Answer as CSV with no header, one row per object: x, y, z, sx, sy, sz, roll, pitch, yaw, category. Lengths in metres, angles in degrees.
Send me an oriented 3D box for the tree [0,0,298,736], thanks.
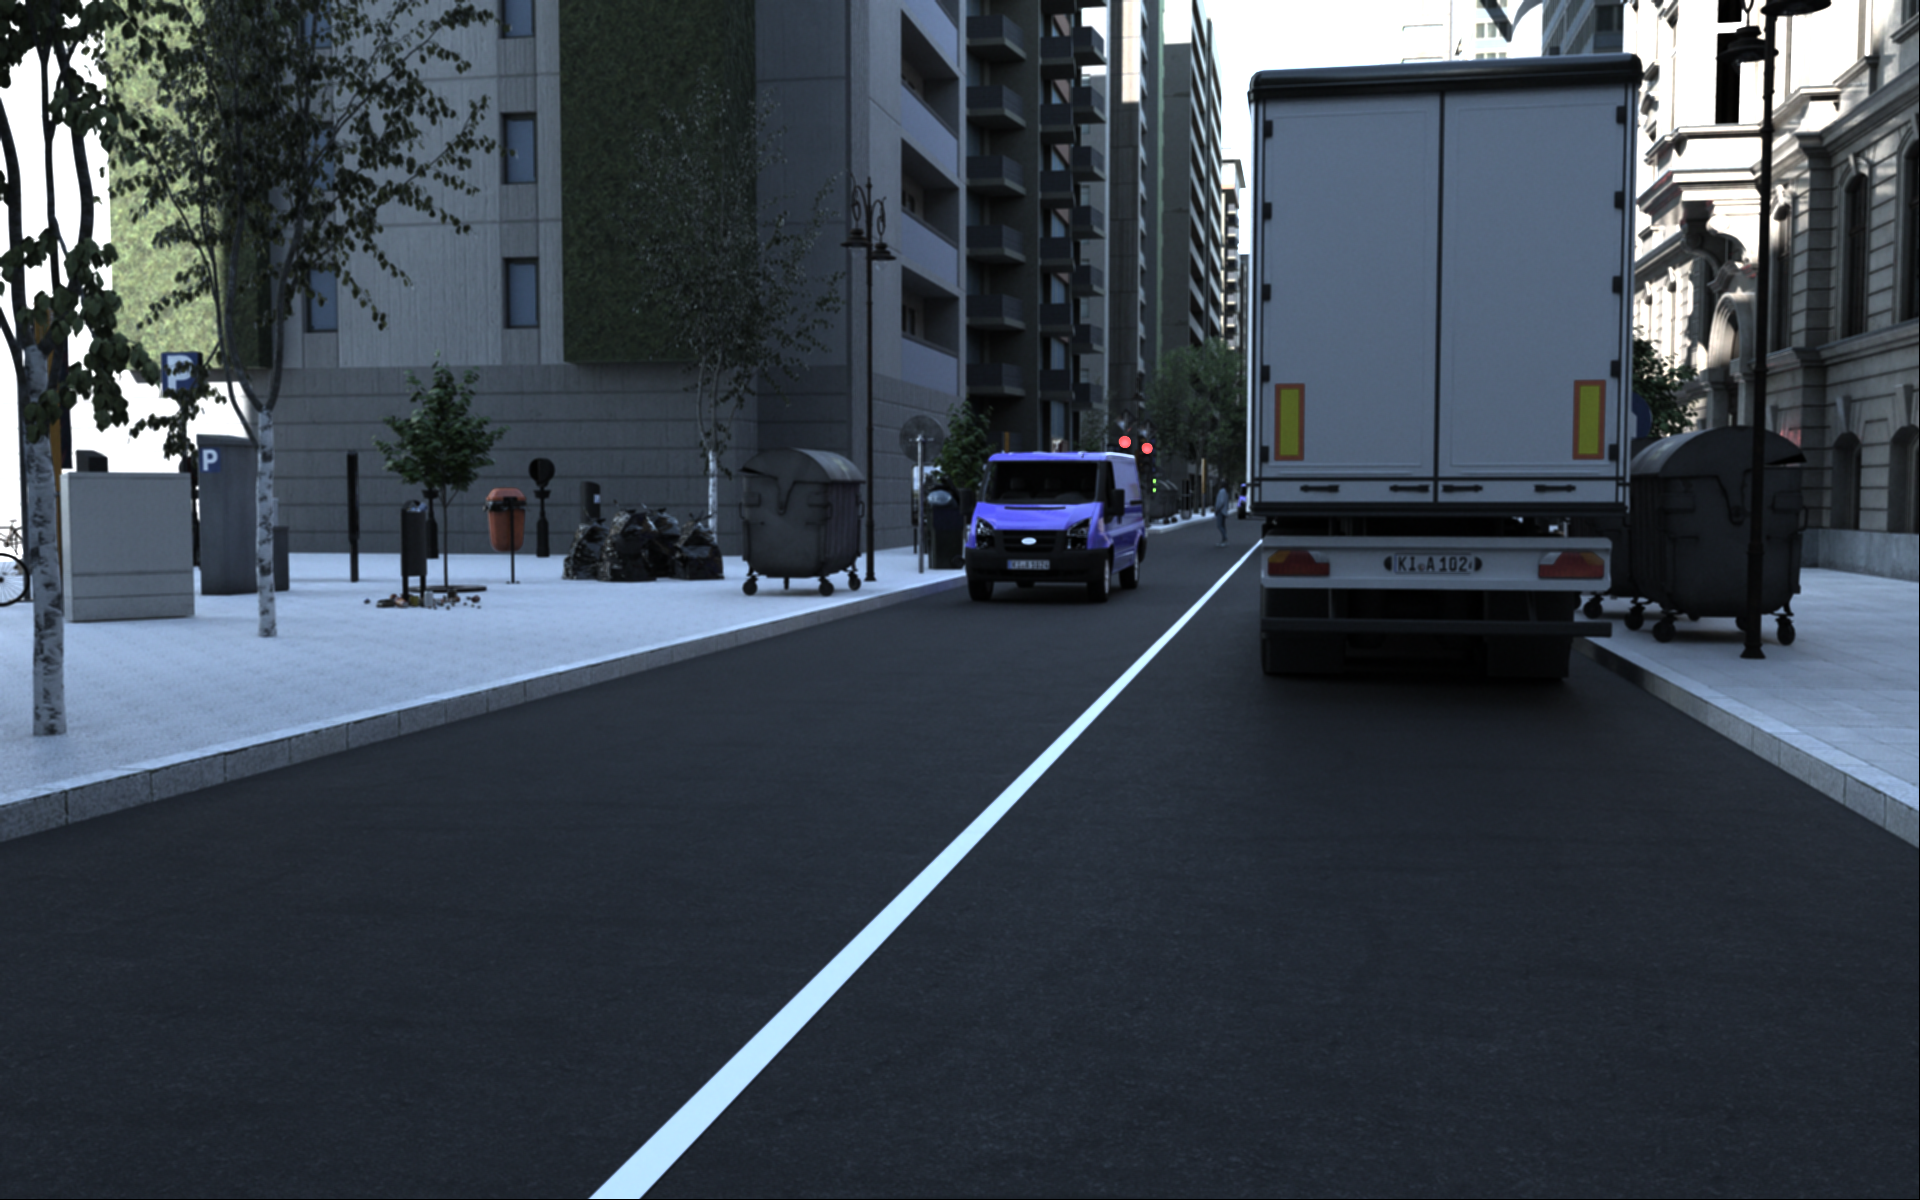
-4.983,-3.574,8.797,4.737,8.622,4.395,0,3,0,tree

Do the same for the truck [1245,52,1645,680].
4.172,-1.702,16.749,2.839,4.237,11.283,1,4,11,truck

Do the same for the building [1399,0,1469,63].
42.801,-28.021,141.737,14.154,41.232,14.086,1,4,11,building

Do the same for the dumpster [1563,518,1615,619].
7.133,-0.767,18.296,1.264,1.857,1.865,1,4,11,dumpster

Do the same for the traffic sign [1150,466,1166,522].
9.025,-4.836,79.182,0.768,2.556,0.104,1,4,20,traffic sign

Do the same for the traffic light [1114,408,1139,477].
5.458,-4.156,56.864,0.839,4.253,0.868,1,4,11,traffic light

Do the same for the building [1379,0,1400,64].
56.650,-39.678,190.740,21.231,58.520,28.212,1,4,11,building

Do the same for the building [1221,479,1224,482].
13.624,-30.849,196.268,32.217,40.220,23.993,1,4,11,building

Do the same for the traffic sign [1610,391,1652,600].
7.960,-1.279,21.011,0.768,2.556,0.104,1,4,12,traffic sign

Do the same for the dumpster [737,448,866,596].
-2.040,-1.020,22.435,1.264,1.857,1.865,1,4,11,dumpster

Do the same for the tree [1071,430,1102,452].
4.042,-3.523,52.200,1.663,3.219,1.824,0,3,0,tree

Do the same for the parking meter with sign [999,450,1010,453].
1.193,-4.466,69.272,0.543,3.016,1.738,-3,5,-45,parking meter with sign

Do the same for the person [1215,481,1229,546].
7.261,-2.388,47.805,0.793,1.790,0.793,-1,4,-11,person

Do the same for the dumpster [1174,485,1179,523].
9.034,-4.364,77.108,1.264,1.857,1.865,1,4,11,dumpster

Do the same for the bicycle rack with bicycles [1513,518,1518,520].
29.938,-5.179,98.060,2.852,0.926,2.925,1,4,15,bicycle rack with bicycles

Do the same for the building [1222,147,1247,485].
29.255,-41.515,268.006,28.713,52.752,27.495,1,4,11,building

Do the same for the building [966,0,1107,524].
-4.586,-26.374,85.840,22.147,44.769,28.867,1,4,11,building

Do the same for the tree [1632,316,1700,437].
10.515,-2.773,29.050,4.285,4.588,4.351,0,3,0,tree

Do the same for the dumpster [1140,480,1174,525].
8.202,-4.114,73.015,1.264,1.857,1.865,1,4,11,dumpster

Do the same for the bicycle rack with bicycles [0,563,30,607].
-11.687,-0.303,18.337,2.925,0.926,2.852,-1,4,-19,bicycle rack with bicycles

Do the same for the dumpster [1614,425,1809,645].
6.713,-0.594,15.476,1.264,1.857,1.865,1,4,11,dumpster

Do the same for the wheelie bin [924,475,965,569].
-0.260,-1.330,29.661,0.693,1.594,0.980,-1,4,-10,wheelie bin

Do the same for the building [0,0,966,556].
-14.435,-30.834,46.143,28.212,58.520,21.231,1,4,11,building

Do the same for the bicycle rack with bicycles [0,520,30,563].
-18.747,-1.324,35.029,2.852,0.926,2.925,1,4,13,bicycle rack with bicycles

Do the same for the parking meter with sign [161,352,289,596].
-9.335,-1.584,22.166,0.543,3.016,1.738,1,4,16,parking meter with sign

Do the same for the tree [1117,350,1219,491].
10.786,-8.522,89.696,4.360,8.622,3.978,0,3,0,tree

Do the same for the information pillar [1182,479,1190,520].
11.340,-5.042,86.921,0.304,2.012,0.304,-1,4,-22,information pillar

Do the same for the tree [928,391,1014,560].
0.240,-2.319,32.520,1.663,3.219,1.824,0,3,0,tree

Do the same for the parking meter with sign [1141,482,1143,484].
11.143,-6.828,107.906,1.738,3.016,0.543,2,4,23,parking meter with sign

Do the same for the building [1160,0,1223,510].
14.674,-33.545,172.157,21.300,48.544,21.600,1,4,11,building

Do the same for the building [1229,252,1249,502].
40.867,-36.918,287.200,14.154,41.232,14.086,1,4,11,building

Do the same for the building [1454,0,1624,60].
47.864,-26.221,120.586,32.217,40.220,23.993,1,4,11,building

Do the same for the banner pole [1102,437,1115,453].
6.486,-5.266,76.123,0.401,3.779,0.863,-3,5,-43,banner pole

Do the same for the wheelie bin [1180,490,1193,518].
12.130,-5.191,92.781,0.693,1.594,0.980,0,4,2,wheelie bin

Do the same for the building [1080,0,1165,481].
7.311,-27.131,127.192,14.154,41.232,14.086,1,4,11,building

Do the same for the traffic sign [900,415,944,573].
-0.629,-1.706,28.002,0.768,2.556,0.104,1,4,19,traffic sign

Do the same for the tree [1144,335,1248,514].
15.523,-11.414,112.369,9.928,11.665,9.643,0,3,0,tree

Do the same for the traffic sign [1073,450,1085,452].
3.437,-3.055,50.055,0.768,2.556,0.104,1,4,14,traffic sign

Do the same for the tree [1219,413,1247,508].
20.173,-11.212,133.683,4.360,8.622,3.978,0,3,0,tree

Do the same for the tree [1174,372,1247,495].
18.982,-11.651,124.899,7.601,10.594,8.767,0,4,-2,tree

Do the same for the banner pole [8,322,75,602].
-11.035,-1.882,20.793,0.401,3.779,0.863,2,4,30,banner pole

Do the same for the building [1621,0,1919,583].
20.834,-13.068,32.745,14.460,24.649,34.723,1,4,11,building

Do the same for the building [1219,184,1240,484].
27.101,-35.802,239.993,22.147,44.769,28.867,1,4,11,building

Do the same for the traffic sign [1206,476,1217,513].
17.339,-7.308,119.598,0.768,2.556,0.104,1,4,16,traffic sign

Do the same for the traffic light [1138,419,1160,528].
7.029,-4.634,64.693,0.839,4.253,0.868,1,4,11,traffic light
